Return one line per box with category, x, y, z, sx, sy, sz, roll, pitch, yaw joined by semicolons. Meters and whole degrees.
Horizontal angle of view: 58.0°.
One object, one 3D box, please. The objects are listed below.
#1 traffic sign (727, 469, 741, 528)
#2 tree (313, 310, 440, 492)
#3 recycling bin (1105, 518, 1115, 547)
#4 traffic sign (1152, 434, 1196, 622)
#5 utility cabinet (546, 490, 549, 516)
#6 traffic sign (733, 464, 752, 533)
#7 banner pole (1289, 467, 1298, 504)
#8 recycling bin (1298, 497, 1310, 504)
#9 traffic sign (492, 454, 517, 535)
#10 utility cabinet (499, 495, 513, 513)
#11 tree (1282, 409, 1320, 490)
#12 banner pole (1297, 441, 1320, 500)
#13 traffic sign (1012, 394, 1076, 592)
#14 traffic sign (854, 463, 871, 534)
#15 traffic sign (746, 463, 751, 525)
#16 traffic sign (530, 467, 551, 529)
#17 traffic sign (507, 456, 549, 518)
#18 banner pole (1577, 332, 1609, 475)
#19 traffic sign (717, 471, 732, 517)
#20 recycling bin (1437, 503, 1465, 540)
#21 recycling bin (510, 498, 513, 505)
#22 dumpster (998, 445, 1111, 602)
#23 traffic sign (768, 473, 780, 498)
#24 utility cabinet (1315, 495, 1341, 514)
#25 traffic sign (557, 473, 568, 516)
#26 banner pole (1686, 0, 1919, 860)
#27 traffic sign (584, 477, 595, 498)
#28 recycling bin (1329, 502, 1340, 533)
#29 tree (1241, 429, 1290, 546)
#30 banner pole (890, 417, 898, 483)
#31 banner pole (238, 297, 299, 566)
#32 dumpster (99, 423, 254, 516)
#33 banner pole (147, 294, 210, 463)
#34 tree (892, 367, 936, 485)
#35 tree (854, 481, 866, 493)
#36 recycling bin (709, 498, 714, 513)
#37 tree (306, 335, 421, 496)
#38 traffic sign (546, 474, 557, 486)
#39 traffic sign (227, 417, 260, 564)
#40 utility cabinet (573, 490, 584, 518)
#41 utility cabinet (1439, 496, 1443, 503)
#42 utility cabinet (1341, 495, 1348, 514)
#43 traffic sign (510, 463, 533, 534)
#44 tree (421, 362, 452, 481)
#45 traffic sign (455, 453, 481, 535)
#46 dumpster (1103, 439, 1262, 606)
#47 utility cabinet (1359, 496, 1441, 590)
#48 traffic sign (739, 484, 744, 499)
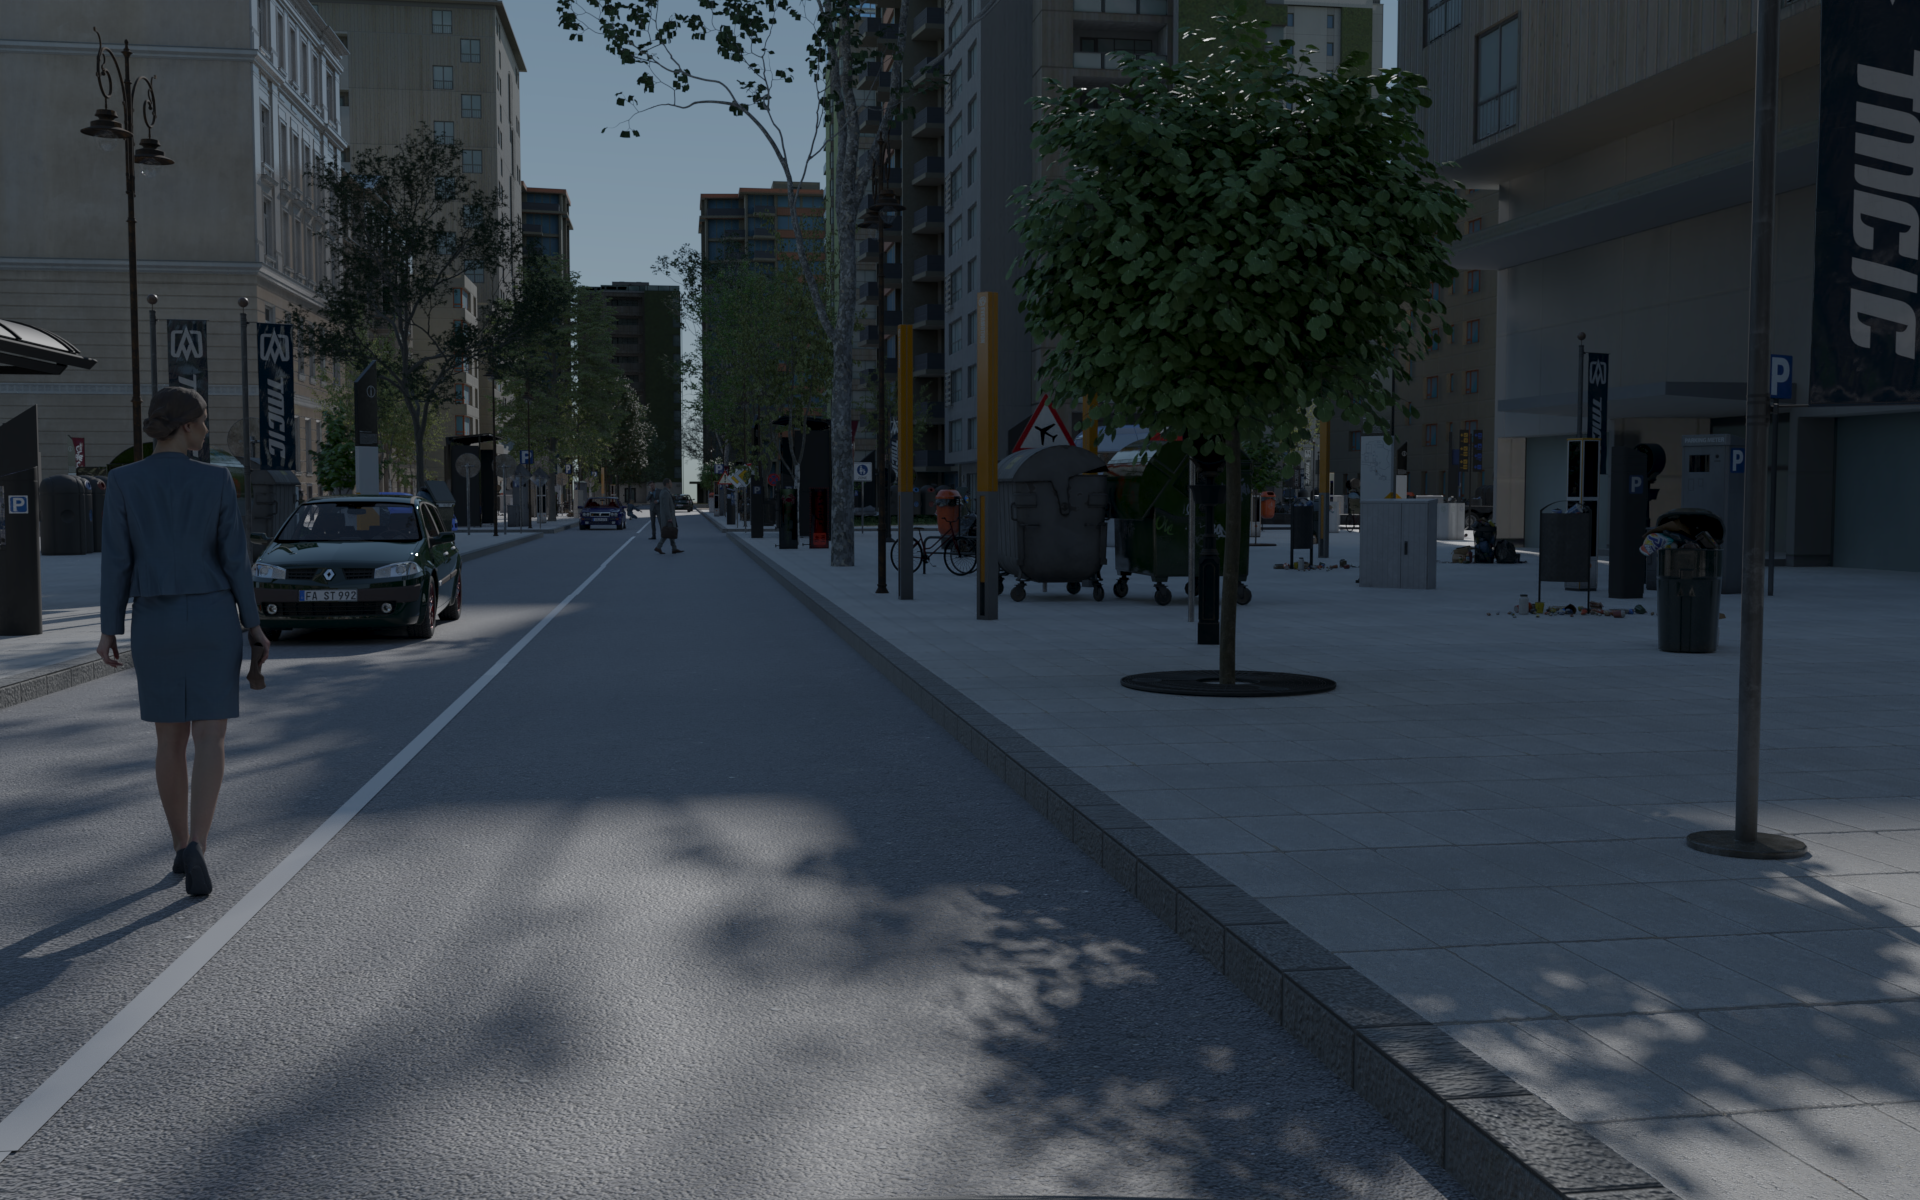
traffic sign;-8.397;-3.769;65.270;0.795;2.450;0.064;-1;4;-9
tree;-21.843;-6.989;64.634;4.737;8.622;4.395;0;3;0
recycling bin;3.845;-1.804;42.048;0.722;1.027;0.722;-2;4;-35
traffic sign;2.319;-1.058;17.305;0.884;2.594;0.081;0;4;-3
utility cabinet;-24.368;-5.708;102.007;0.318;1.500;1.173;0;4;4
traffic sign;-7.115;-3.287;57.388;0.795;2.450;0.064;-1;4;-9
banner pole;20.354;-7.066;105.545;0.863;3.779;0.401;0;4;6
recycling bin;25.399;-7.058;127.948;0.722;1.027;0.722;2;4;24
traffic sign;-14.391;-3.341;54.727;0.768;2.556;0.104;0;4;-6
utility cabinet;-31.069;-6.587;118.852;1.020;1.237;0.306;1;4;12
tree;17.218;-8.653;91.835;4.360;8.622;3.978;0;3;0
banner pole;16.509;-5.607;81.689;0.863;3.779;0.401;-2;4;-33
traffic sign;1.110;-1.382;22.597;0.884;2.594;0.081;0;4;-6
traffic sign;-3.163;-3.303;56.135;0.606;2.300;0.079;-1;4;-9
traffic sign;-8.590;-4.349;71.217;0.768;2.556;0.104;0;4;-3
traffic sign;-15.551;-3.700;64.132;0.795;2.450;0.064;-1;4;-9
traffic sign;-23.027;-6.023;92.346;2.265;3.308;0.079;0;4;-3
banner pole;9.803;-2.261;26.979;0.863;3.779;0.401;-2;4;-29
traffic sign;-12.899;-5.821;95.182;0.884;2.594;0.081;0;4;-6
recycling bin;13.674;-2.209;48.670;0.722;1.027;0.722;-3;4;-37
recycling bin;-29.345;-6.247;114.699;0.722;1.027;0.722;0;4;-1
dumpster;1.085;-0.949;21.279;1.264;1.857;1.865;-1;4;-9
traffic sign;-11.540;-6.556;107.301;0.768;2.556;0.104;0;4;-6
utility cabinet;14.916;-3.632;70.542;0.306;1.237;1.020;-2;4;-32
traffic sign;-23.657;-6.288;102.920;0.768;2.556;0.104;0;4;-3
banner pole;3.052;-0.981;6.054;0.863;3.779;0.401;2;4;26
traffic sign;-27.301;-7.802;127.669;0.768;2.556;0.104;0;4;-2
recycling bin;12.227;-2.747;57.471;0.722;1.027;0.722;1;4;16
tree;7.462;-2.950;42.830;1.663;3.219;1.824;0;3;0
banner pole;-1.725;-3.616;49.143;0.863;3.779;0.401;3;4;37
banner pole;-8.948;-1.974;22.297;0.863;3.779;0.401;-3;5;-41
dumpster;-10.516;-1.272;23.298;1.502;2.255;1.985;-1;4;-9
banner pole;-9.890;-1.947;21.851;0.863;3.779;0.401;-1;4;-14
tree;-3.451;-8.537;89.936;4.737;8.622;4.395;0;3;0
tree;-6.315;-6.588;102.307;1.663;3.219;1.824;0;3;0
recycling bin;-16.908;-6.572;120.009;0.722;1.027;0.722;-3;5;-43
tree;-27.217;-7.852;78.743;4.360;8.622;3.978;0;3;0
traffic sign;-21.202;-5.361;89.783;0.606;2.300;0.079;0;4;-5
traffic sign;-11.749;-1.752;28.749;0.768;2.556;0.104;-1;4;-8
utility cabinet;-20.260;-5.098;92.038;0.318;1.500;1.173;-2;4;-24
utility cabinet;18.808;-3.559;69.349;1.020;1.237;0.306;1;4;10
utility cabinet;22.523;-5.537;101.687;1.020;1.237;0.306;2;4;29
traffic sign;-14.269;-3.218;56.250;0.795;2.450;0.064;-1;4;-9
tree;-28.566;-8.578;90.610;4.360;8.622;3.978;0;3;0
traffic sign;-15.320;-3.293;53.955;0.768;2.556;0.104;0;4;-4
dumpster;2.607;-1.110;20.637;1.502;2.255;1.985;-1;4;-9
utility cabinet;5.975;-0.764;23.646;1.020;1.237;0.306;3;5;41
traffic sign;-13.288;-6.356;106.054;0.606;2.300;0.079;0;4;-2
